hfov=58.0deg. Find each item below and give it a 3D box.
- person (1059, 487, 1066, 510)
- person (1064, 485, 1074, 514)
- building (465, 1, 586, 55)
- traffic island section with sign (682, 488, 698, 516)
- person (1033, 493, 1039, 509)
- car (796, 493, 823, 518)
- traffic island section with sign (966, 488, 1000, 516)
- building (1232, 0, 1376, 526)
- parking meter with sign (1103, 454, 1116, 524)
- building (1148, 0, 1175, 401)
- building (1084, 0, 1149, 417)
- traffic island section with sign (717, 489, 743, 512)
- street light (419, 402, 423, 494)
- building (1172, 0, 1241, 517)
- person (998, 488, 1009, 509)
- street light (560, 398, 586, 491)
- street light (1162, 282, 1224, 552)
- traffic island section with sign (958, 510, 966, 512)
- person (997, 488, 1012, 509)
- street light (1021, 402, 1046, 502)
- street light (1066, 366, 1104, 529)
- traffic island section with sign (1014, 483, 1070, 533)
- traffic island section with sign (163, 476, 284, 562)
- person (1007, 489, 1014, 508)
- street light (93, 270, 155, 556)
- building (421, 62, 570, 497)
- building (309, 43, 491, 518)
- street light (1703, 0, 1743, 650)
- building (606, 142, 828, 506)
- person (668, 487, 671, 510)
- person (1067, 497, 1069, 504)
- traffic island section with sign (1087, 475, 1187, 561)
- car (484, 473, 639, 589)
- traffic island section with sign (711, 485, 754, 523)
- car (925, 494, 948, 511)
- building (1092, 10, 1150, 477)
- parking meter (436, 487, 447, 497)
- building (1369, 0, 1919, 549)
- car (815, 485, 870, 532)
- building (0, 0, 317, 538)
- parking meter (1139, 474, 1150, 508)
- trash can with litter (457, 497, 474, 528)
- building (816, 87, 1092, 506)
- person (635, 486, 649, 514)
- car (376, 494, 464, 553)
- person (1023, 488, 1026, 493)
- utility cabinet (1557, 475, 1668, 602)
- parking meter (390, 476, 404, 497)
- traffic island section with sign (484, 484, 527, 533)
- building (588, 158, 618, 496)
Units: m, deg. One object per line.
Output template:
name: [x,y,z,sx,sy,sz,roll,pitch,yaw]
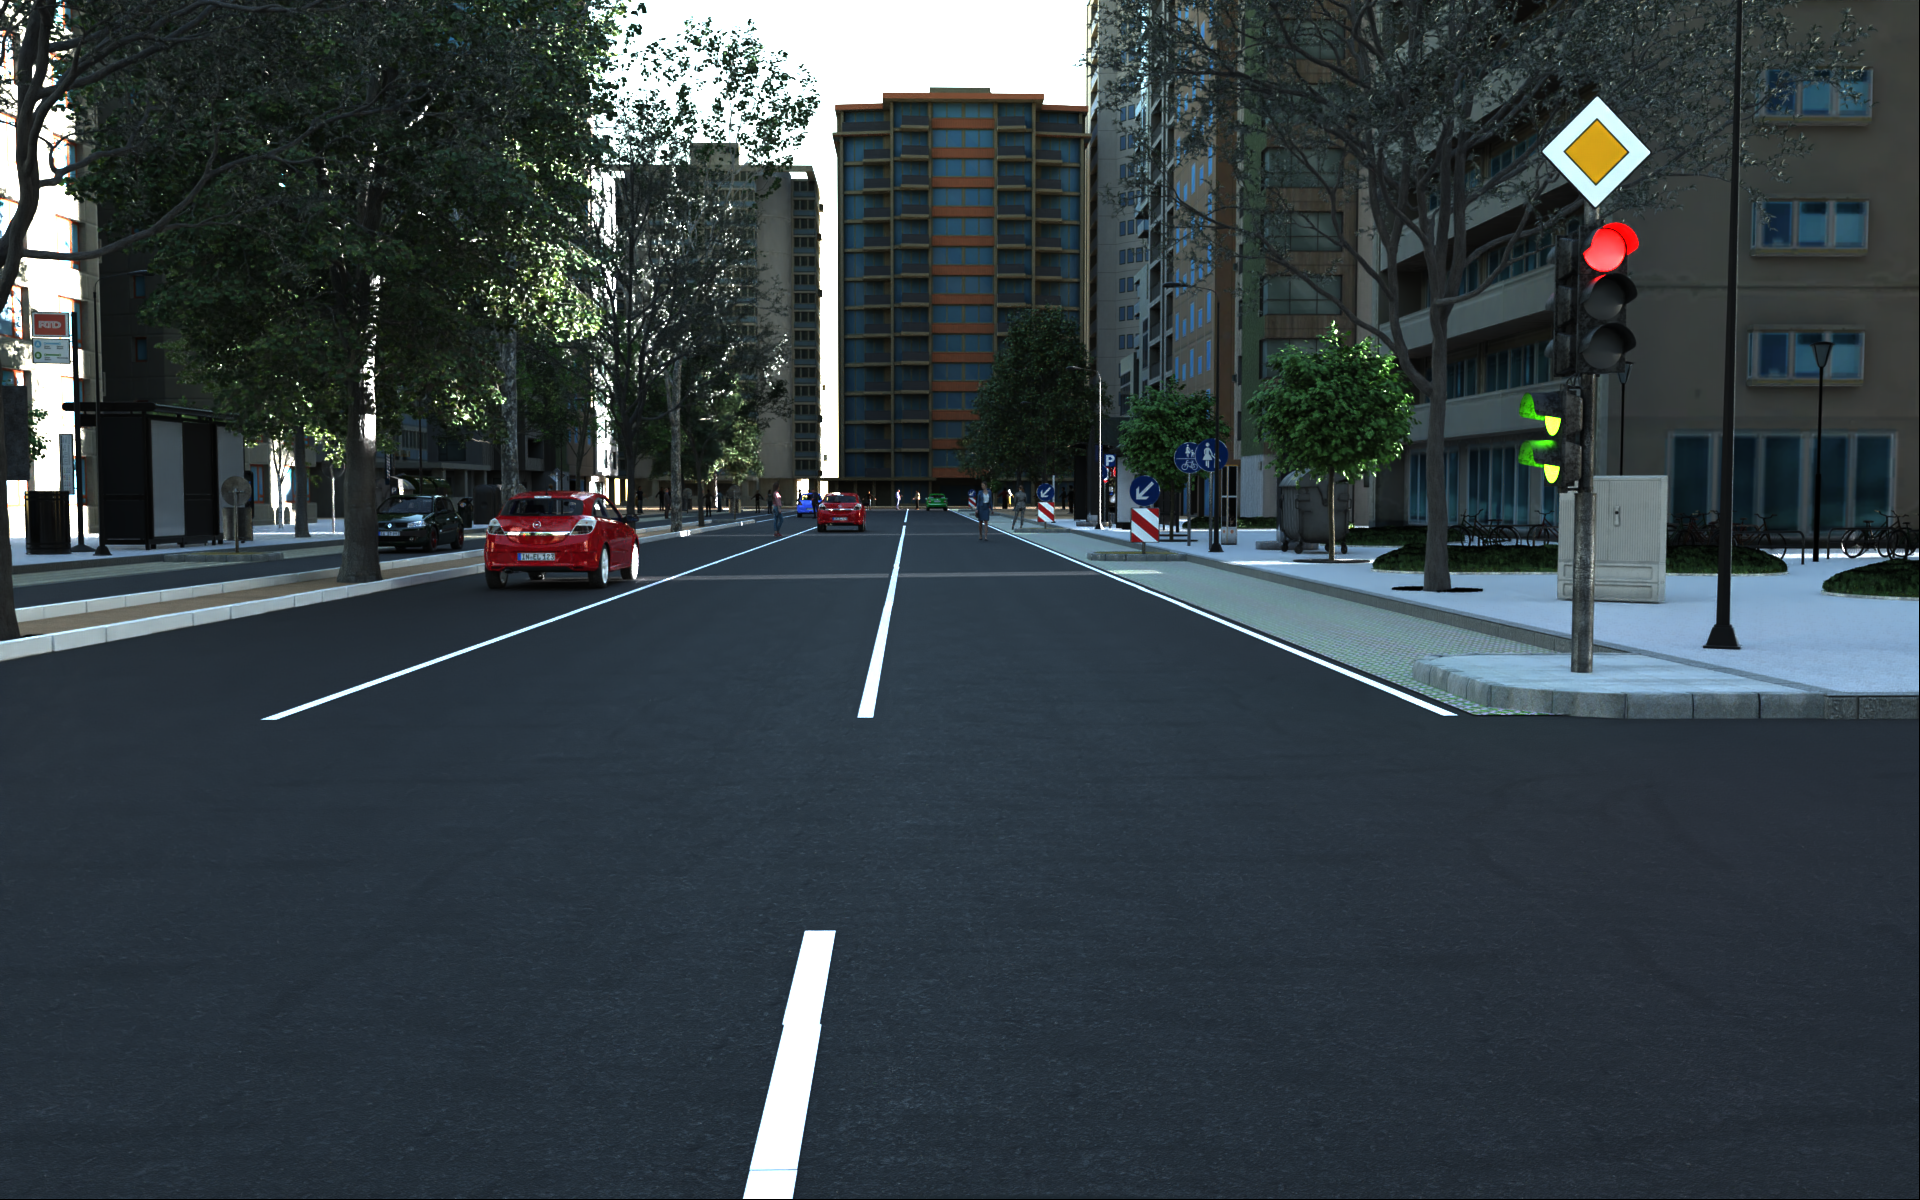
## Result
person: [8.450,-8.332,141.903,0.705,1.869,1.348,-1,4,-20]
person: [7.210,-6.563,112.985,0.705,1.869,1.348,2,4,34]
building: [-36.365,-29.455,131.693,14.600,45.320,14.200,0,4,-2]
traffic island section with sign: [-17.876,-6.424,113.661,1.989,1.847,2.006,0,4,-2]
person: [6.638,-8.756,149.729,0.721,1.766,1.217,-2,4,-26]
car: [-9.199,-5.968,107.173,1.945,1.707,3.694,0,4,-3]
traffic island section with sign: [1.619,-6.481,114.597,1.989,1.847,2.006,0,4,-2]
building: [19.047,-18.617,76.084,14.160,30.474,14.107,0,4,-2]
parking meter with sign: [6.669,-4.802,74.779,0.543,3.016,1.738,-1,4,-10]
building: [21.650,-41.191,111.733,20.563,71.187,20.611,0,4,-2]
building: [28.611,-39.642,190.137,28.212,58.520,21.231,0,4,-2]
traffic island section with sign: [-18.645,-8.072,140.605,1.989,1.847,2.006,0,4,-2]
street light: [-18.120,-5.343,59.903,1.470,5.913,1.316,0,4,-2]
building: [19.639,-27.184,94.562,14.600,45.320,14.200,0,4,-2]
person: [3.962,-8.868,151.128,1.348,1.812,0.705,-2,4,-27]
street light: [-18.792,-6.816,83.976,1.470,5.913,1.316,0,4,-2]
street light: [5.124,-4.010,38.108,1.470,5.913,1.316,0,4,-2]
traffic island section with sign: [0.853,-8.129,141.542,1.989,1.847,2.006,0,4,-2]
person: [3.781,-8.635,147.190,1.348,1.831,0.705,0,4,-5]
street light: [3.747,-7.007,87.104,1.470,5.913,1.316,0,4,-2]
street light: [4.543,-5.541,63.135,1.470,5.913,1.316,0,4,-2]
traffic island section with sign: [3.029,-3.420,64.545,1.989,1.847,2.006,0,4,-2]
traffic island section with sign: [-15.721,-1.748,37.211,1.989,1.847,2.006,0,4,-2]
person: [4.586,-9.672,164.918,1.217,1.736,0.721,-2,4,-27]
street light: [-17.397,-3.885,36.062,1.470,5.913,1.316,0,4,-2]
building: [-35.206,-21.181,118.008,14.160,30.474,14.107,0,4,-2]
building: [-44.409,-24.840,98.021,32.217,40.220,23.993,0,4,-2]
street light: [5.823,-2.552,14.266,1.470,5.913,1.316,0,4,-2]
building: [-27.344,-30.713,194.038,23.993,40.220,32.217,0,4,-2]
person: [-23.507,-8.190,139.967,1.348,1.821,0.705,3,5,43]
person: [10.552,-9.522,164.968,0.697,1.427,0.421,-1,4,-8]
traffic island section with sign: [3.798,-1.772,37.601,1.989,1.847,2.006,0,4,-2]
car: [-6.303,-1.144,27.752,2.155,1.783,4.494,0,4,-1]
traffic island section with sign: [-11.360,-4.815,86.869,2.006,1.907,1.989,0,4,-2]
car: [-1.999,-8.525,148.175,1.959,1.807,4.718,0,4,-2]
building: [22.480,-50.474,137.922,22.319,86.520,31.000,0,4,-2]
parking meter: [-18.249,-3.216,60.996,0.372,1.533,0.369,0,3,0]
building: [25.467,-26.067,49.897,21.300,48.544,21.600,0,4,-2]
car: [-4.563,-3.544,66.977,2.155,1.783,4.494,0,4,-2]
building: [-42.174,-13.272,62.033,27.650,21.520,28.899,0,4,-2]
parking meter: [5.337,-2.709,49.997,0.255,1.863,0.399,1,4,18]
trash can with litter: [-18.797,-3.295,65.259,1.055,1.170,0.624,3,5,41]
building: [-0.777,-32.709,189.416,28.867,44.769,22.147,0,4,-2]
person: [-20.910,-6.559,113.303,0.705,1.822,1.348,2,4,34]
car: [-13.777,-2.070,43.635,2.009,1.686,4.222,0,4,-2]
person: [5.534,-8.908,151.718,0.705,1.821,1.348,-1,4,-20]
utility cabinet: [7.756,-0.730,20.618,1.173,1.500,0.318,3,4,37]
parking meter: [-18.482,-3.128,56.857,0.399,1.863,0.255,1,4,20]
traffic island section with sign: [-16.487,-3.409,64.366,1.989,1.847,2.006,0,4,-2]
building: [-36.775,-22.960,147.091,14.107,30.474,14.160,0,4,-2]
